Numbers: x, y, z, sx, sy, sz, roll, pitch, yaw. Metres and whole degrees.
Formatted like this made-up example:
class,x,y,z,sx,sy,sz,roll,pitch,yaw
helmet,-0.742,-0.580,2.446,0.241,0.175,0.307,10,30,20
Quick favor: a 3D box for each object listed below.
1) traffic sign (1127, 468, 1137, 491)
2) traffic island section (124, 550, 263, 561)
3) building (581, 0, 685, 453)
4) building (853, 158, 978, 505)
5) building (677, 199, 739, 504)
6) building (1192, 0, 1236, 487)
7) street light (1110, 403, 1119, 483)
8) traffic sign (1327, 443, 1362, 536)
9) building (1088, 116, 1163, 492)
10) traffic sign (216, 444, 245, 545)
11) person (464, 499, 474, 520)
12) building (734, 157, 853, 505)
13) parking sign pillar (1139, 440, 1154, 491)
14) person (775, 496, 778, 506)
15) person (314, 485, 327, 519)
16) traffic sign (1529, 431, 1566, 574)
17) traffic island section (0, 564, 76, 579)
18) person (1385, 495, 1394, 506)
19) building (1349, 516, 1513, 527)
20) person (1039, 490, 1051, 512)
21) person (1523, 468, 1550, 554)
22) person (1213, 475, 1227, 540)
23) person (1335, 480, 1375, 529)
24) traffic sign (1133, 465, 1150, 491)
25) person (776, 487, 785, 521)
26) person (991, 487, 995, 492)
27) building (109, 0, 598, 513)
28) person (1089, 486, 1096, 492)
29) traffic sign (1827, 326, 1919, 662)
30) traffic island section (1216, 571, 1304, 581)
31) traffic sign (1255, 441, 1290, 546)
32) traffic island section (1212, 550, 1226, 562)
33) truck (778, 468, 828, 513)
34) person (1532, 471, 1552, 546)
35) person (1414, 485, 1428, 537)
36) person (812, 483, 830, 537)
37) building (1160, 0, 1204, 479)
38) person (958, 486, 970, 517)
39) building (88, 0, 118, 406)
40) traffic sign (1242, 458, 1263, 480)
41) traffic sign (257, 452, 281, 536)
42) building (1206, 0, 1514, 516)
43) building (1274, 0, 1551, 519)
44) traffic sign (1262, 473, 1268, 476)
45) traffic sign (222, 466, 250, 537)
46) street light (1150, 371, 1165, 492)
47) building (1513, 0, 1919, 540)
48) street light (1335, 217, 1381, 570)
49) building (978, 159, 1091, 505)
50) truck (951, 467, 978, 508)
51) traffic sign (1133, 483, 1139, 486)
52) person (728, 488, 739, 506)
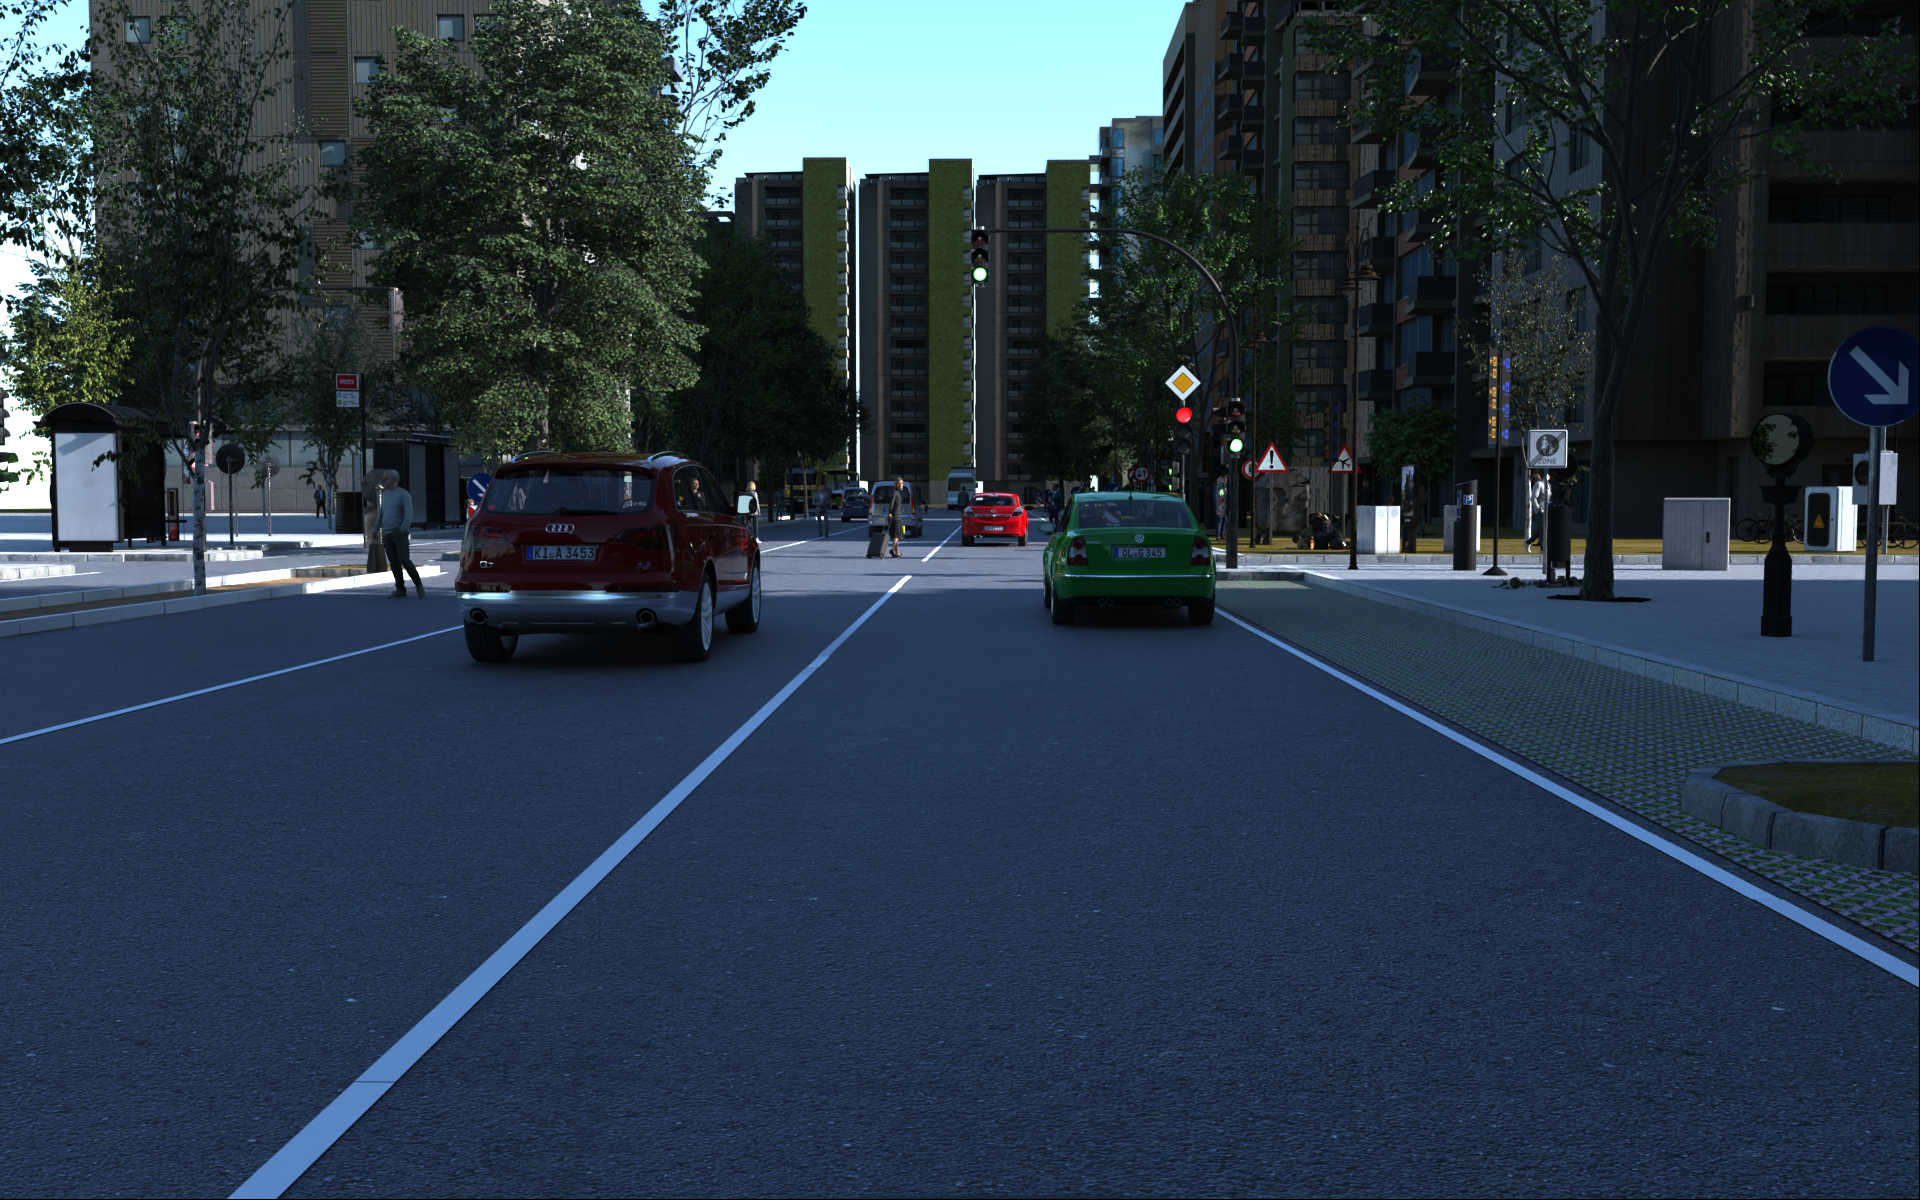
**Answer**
class,x,y,z,sx,sy,sz,roll,pitch,yaw
traffic sign,8.533,-5.156,84.401,0.768,2.556,0.104,0,4,7
traffic island section,-16.779,-0.979,38.281,2.009,0.180,2.903,0,4,1
building,-42.531,-33.498,167.299,30.456,49.044,23.786,0,4,1
building,-5.264,-32.435,213.912,14.086,41.232,14.154,0,4,1
building,-39.011,-32.544,223.978,23.993,40.220,32.217,0,4,1
building,27.691,-30.454,148.031,14.600,45.320,14.200,0,4,1
street light,7.941,-7.081,88.562,0.468,5.910,1.993,0,4,1
traffic sign,9.863,-2.721,44.497,0.884,2.594,0.081,0,4,3
building,31.204,-36.649,218.812,30.456,49.044,23.786,0,4,1
traffic sign,-18.509,-2.681,43.942,0.768,2.556,0.104,0,4,3
person,-13.219,-2.093,46.996,0.394,1.301,0.425,0,4,-1
building,-20.141,-32.390,213.176,14.086,41.232,14.154,0,4,1
parking sign pillar,9.191,-5.932,85.466,1.447,3.967,1.447,-1,4,-9
person,-19.065,-10.506,181.051,0.421,1.427,0.697,2,4,34
person,-33.413,-5.147,90.594,0.834,1.777,0.661,3,4,39
traffic sign,9.355,-1.561,27.657,0.606,2.300,0.079,0,4,5
traffic island section,-16.941,-0.490,30.297,2.009,0.180,2.903,0,4,1
person,12.617,-2.447,50.724,0.373,1.253,0.362,2,4,29
building,29.363,-25.733,75.364,22.147,44.769,28.867,0,4,1
person,6.721,-7.655,134.343,1.217,1.739,0.721,0,4,-5
person,12.444,-1.920,37.281,0.661,1.843,0.795,-3,5,-45
person,7.319,-2.583,48.462,0.419,1.800,0.721,3,5,45
person,14.459,-3.472,63.020,0.699,1.804,1.509,-3,4,-36
traffic sign,7.900,-4.598,75.279,0.768,2.556,0.104,1,4,10
person,-9.499,-5.070,91.663,0.520,1.790,0.573,0,4,-3
person,1.681,-4.887,88.584,0.661,1.801,0.590,1,4,13
building,-42.433,-32.903,127.204,28.713,52.752,27.495,0,4,1
person,8.209,-6.116,106.521,0.782,1.767,0.515,2,4,31
traffic sign,6.972,-0.802,13.218,0.768,2.556,0.104,0,4,4
traffic island section,4.695,-0.463,29.853,2.009,0.180,2.903,0,4,1
traffic sign,7.702,-2.621,42.858,0.884,2.594,0.081,0,4,8
traffic island section,4.858,-0.951,37.836,2.009,0.180,2.903,0,4,1
truck,-11.615,-8.249,130.792,3.469,3.379,9.791,0,4,0
person,14.227,-2.238,42.444,0.447,1.846,0.655,-1,4,-10
person,13.632,-2.795,51.710,0.622,1.834,0.822,1,4,9
person,-4.594,-2.993,57.632,0.606,1.804,0.583,-1,4,-16
building,30.957,-33.152,165.736,21.300,48.544,21.600,0,4,1
person,0.228,-4.710,85.616,0.694,1.812,0.767,1,4,10
building,-68.070,-44.547,166.591,20.611,71.187,20.563,0,4,1
traffic sign,10.381,-3.753,61.468,0.768,2.556,0.104,0,4,7
traffic sign,-21.033,-3.218,52.713,0.768,2.556,0.104,0,4,7
building,30.606,-28.860,126.490,22.147,44.769,28.867,0,4,1
building,26.178,-20.404,105.304,14.160,30.474,14.107,0,4,1
traffic sign,10.849,-3.667,59.963,0.884,2.594,0.081,0,4,7
traffic sign,-21.668,-3.170,51.835,0.884,2.594,0.081,1,4,10
street light,7.395,-5.644,65.065,0.468,5.910,1.993,0,4,1
building,25.436,-17.242,53.610,14.107,30.474,14.160,0,4,1
street light,6.685,-3.454,29.267,0.468,5.910,1.993,0,4,1
building,8.837,-32.474,214.547,14.086,41.232,14.154,0,4,1
truck,0.418,-11.843,182.541,2.839,4.237,11.283,0,4,2
traffic sign,11.333,-6.846,112.033,0.768,2.556,0.104,0,4,3
person,-18.612,-8.371,143.428,1.217,1.766,0.721,0,4,-4
